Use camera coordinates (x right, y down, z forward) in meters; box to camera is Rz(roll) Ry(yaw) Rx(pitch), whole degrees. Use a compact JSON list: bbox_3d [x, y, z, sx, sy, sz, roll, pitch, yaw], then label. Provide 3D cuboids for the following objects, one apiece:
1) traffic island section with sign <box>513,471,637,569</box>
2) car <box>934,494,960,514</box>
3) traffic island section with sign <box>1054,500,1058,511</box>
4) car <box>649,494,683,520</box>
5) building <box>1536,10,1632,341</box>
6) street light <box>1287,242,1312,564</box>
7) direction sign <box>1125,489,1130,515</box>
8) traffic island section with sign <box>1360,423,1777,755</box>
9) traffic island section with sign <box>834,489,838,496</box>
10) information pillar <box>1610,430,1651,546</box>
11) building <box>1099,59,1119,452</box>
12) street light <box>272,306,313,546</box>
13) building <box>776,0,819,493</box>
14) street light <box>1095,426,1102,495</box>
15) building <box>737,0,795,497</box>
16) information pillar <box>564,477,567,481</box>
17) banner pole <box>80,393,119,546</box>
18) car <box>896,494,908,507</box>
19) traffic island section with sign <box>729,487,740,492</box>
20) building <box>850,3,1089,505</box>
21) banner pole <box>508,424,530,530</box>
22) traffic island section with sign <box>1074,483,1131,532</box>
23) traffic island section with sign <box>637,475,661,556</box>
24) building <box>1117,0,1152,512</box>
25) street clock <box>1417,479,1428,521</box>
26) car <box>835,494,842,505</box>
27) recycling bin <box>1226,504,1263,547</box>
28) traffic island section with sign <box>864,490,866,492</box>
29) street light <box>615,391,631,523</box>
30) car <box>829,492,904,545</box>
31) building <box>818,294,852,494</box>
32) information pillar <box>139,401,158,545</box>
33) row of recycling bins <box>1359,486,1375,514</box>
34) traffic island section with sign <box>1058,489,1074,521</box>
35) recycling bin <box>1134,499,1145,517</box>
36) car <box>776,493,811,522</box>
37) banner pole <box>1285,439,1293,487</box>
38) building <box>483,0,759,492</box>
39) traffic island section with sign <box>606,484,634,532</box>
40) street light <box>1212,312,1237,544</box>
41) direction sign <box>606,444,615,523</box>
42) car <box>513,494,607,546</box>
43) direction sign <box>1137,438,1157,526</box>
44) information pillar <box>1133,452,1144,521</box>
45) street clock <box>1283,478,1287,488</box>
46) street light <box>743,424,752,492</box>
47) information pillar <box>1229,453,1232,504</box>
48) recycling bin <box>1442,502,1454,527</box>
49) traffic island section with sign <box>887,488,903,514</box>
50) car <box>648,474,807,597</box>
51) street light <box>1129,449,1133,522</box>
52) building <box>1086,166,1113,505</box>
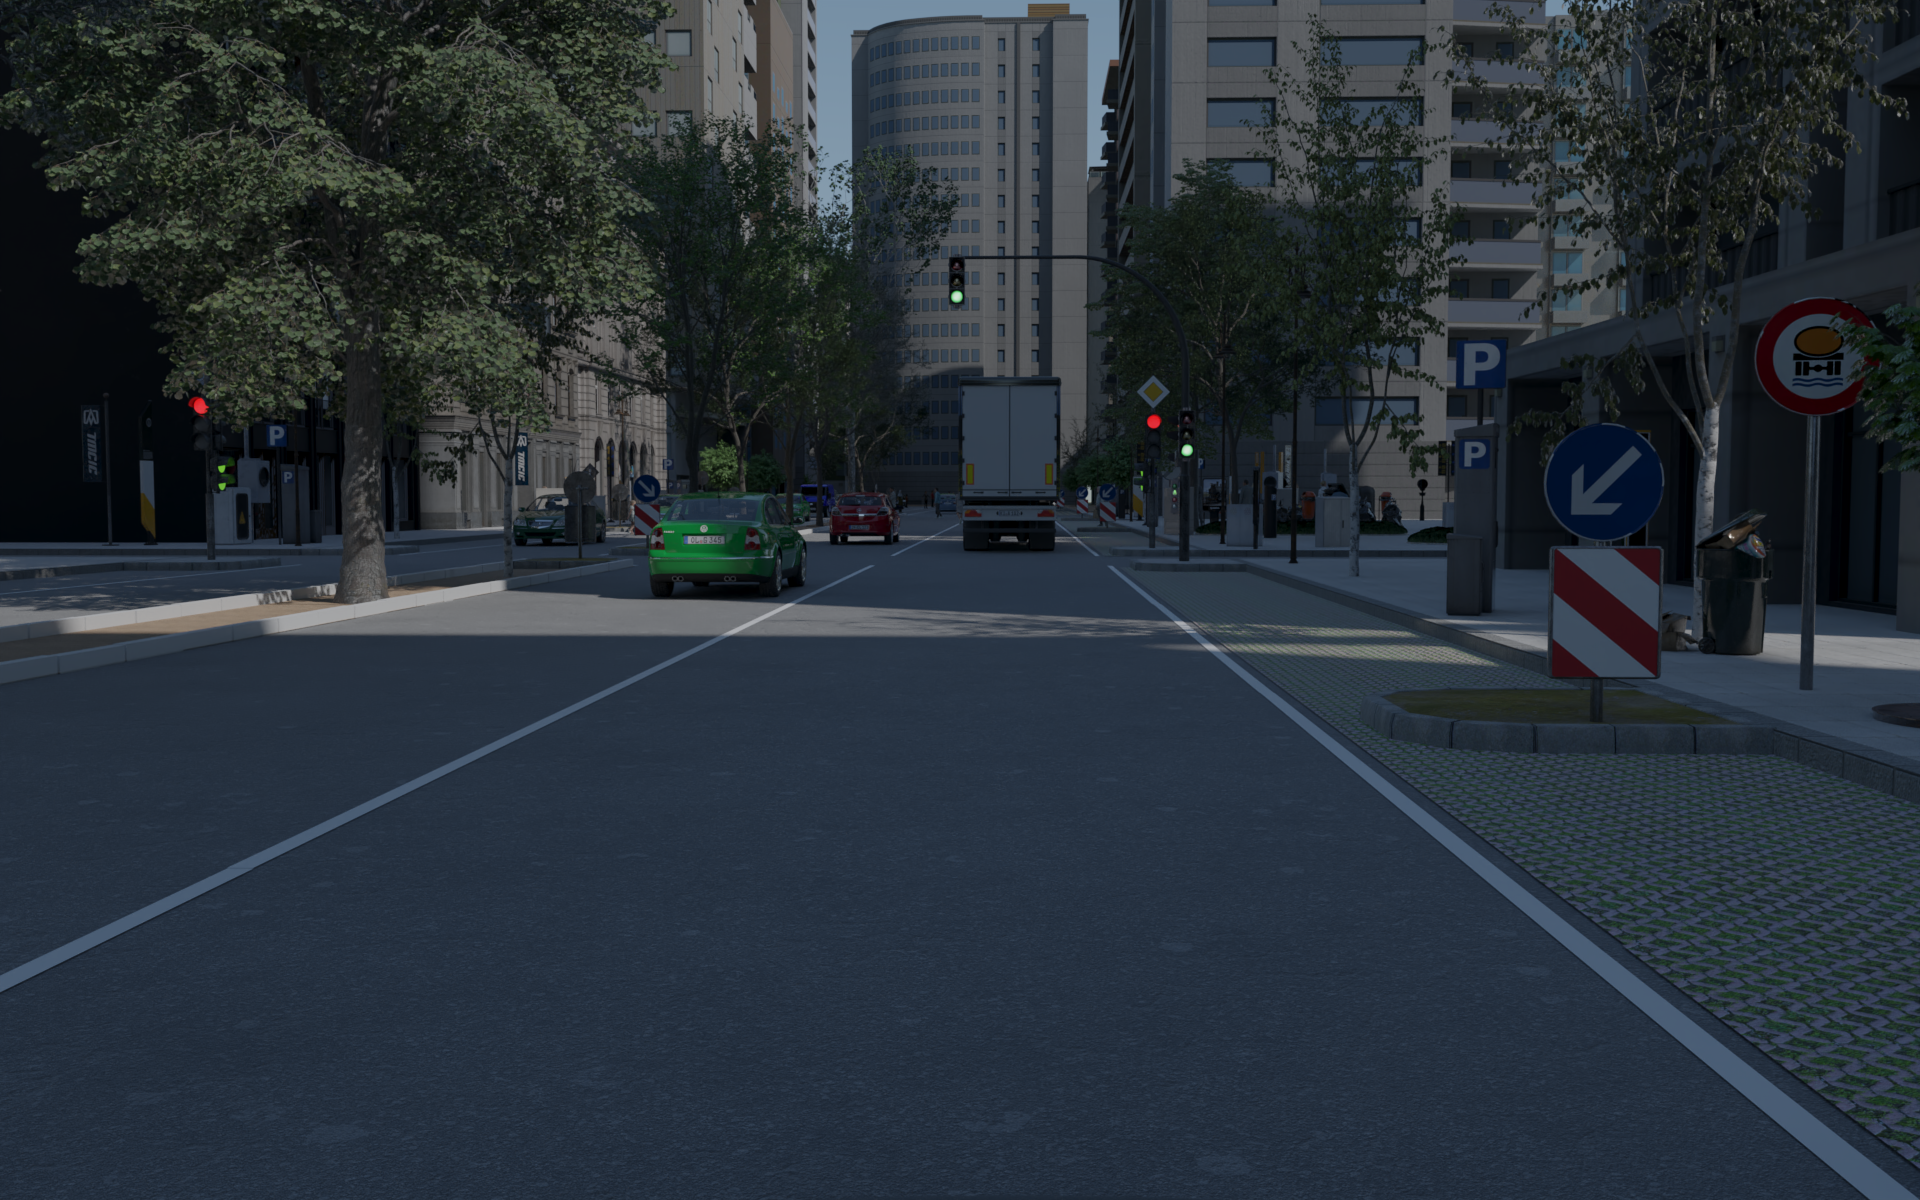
[{"bbox_3d":[-7.573,-1.569,33.796,2.006,1.907,1.989,0,4,2],"label":"traffic island section with sign"},{"bbox_3d":[-0.865,-6.887,124.607,2.014,1.417,4.499,0,4,1],"label":"car"},{"bbox_3d":[8.180,-8.207,142.811,1.989,1.847,2.006,0,4,2],"label":"traffic island section with sign"},{"bbox_3d":[-10.945,-3.295,65.668,2.131,1.459,4.920,0,4,0],"label":"car"},{"bbox_3d":[64.691,-33.954,174.754,30.456,49.044,23.786,0,4,2],"label":"building"},{"bbox_3d":[6.170,-3.614,31.873,0.468,5.910,1.993,0,4,2],"label":"street light"},{"bbox_3d":[10.413,-7.084,107.825,0.379,3.537,0.876,1,4,20],"label":"direction sign"},{"bbox_3d":[3.509,-0.110,10.433,1.989,1.847,2.006,0,4,2],"label":"traffic island section with sign"},{"bbox_3d":[-10.428,-8.248,143.475,1.989,1.847,2.006,0,4,2],"label":"traffic island section with sign"},{"bbox_3d":[7.753,-0.952,20.054,0.304,2.012,0.304,-1,4,-16],"label":"information pillar"},{"bbox_3d":[25.356,-31.749,173.719,22.147,44.769,28.867,0,4,2],"label":"building"},{"bbox_3d":[-16.323,-4.267,42.548,0.468,5.910,1.993,0,4,2],"label":"street light"},{"bbox_3d":[-29.167,-38.954,178.899,28.212,58.520,21.231,0,4,2],"label":"building"},{"bbox_3d":[9.161,-8.707,115.154,0.468,5.910,1.993,0,4,2],"label":"street light"},{"bbox_3d":[-22.435,-30.740,152.709,14.600,45.320,14.200,0,4,2],"label":"building"},{"bbox_3d":[-16.963,-4.311,74.984,0.304,2.012,0.304,-2,4,-23],"label":"information pillar"},{"bbox_3d":[-21.334,-3.236,42.919,0.863,3.779,0.401,0,4,1],"label":"banner pole"},{"bbox_3d":[-6.563,-10.846,187.116,2.009,1.686,4.222,0,4,0],"label":"car"},{"bbox_3d":[-12.197,-5.194,93.545,1.989,1.847,2.006,0,4,2],"label":"traffic island section with sign"},{"bbox_3d":[1.165,-41.021,212.687,28.212,58.520,21.231,0,4,2],"label":"building"},{"bbox_3d":[-15.785,-4.385,61.719,0.863,3.779,0.401,-1,4,-14],"label":"banner pole"},{"bbox_3d":[5.455,-3.491,65.703,1.989,1.847,2.006,0,4,2],"label":"traffic island section with sign"},{"bbox_3d":[-7.302,-2.022,41.198,2.006,1.907,1.989,0,4,2],"label":"traffic island section with sign"},{"bbox_3d":[23.422,-31.168,133.306,21.300,48.544,21.600,0,4,2],"label":"building"},{"bbox_3d":[22.212,-4.810,83.208,0.471,2.002,0.358,0,4,-2],"label":"street clock"},{"bbox_3d":[-8.275,-6.880,124.284,2.131,1.459,4.920,0,4,1],"label":"car"},{"bbox_3d":[6.992,-1.833,42.521,0.722,1.027,0.722,2,4,27],"label":"recycling bin"},{"bbox_3d":[-9.474,-9.895,170.413,1.989,1.847,2.006,0,4,2],"label":"traffic island section with sign"},{"bbox_3d":[-15.080,-6.405,77.506,0.468,5.910,1.993,0,4,2],"label":"street light"},{"bbox_3d":[-2.742,-2.531,50.429,2.155,1.783,4.494,0,4,2],"label":"car"},{"bbox_3d":[-20.118,-26.832,210.412,14.107,30.474,14.160,0,4,2],"label":"building"},{"bbox_3d":[-20.297,-3.174,43.247,0.183,3.616,0.504,0,4,4],"label":"information pillar"},{"bbox_3d":[20.073,-4.825,85.994,1.069,1.692,3.534,1,4,8],"label":"row of recycling bins"},{"bbox_3d":[6.408,-5.138,92.641,1.989,1.847,2.006,0,4,2],"label":"traffic island section with sign"},{"bbox_3d":[10.040,-5.072,95.479,0.722,1.027,0.722,2,4,33],"label":"recycling bin"},{"bbox_3d":[-8.460,-4.712,85.845,1.959,1.807,4.718,0,4,1],"label":"car"},{"bbox_3d":[14.783,-5.355,77.566,0.863,3.779,0.401,-3,5,-43],"label":"banner pole"},{"bbox_3d":[-30.320,-33.147,131.196,28.713,52.752,27.495,0,4,2],"label":"building"},{"bbox_3d":[-13.139,-3.545,66.589,1.989,1.847,2.006,0,4,2],"label":"traffic island section with sign"},{"bbox_3d":[6.736,-4.370,44.245,0.468,5.910,1.993,0,4,2],"label":"street light"},{"bbox_3d":[-15.745,-5.263,78.041,0.379,3.537,0.876,1,4,9],"label":"direction sign"},{"bbox_3d":[-11.397,-2.308,49.539,2.131,1.459,4.920,0,4,1],"label":"car"},{"bbox_3d":[7.607,-4.803,70.534,0.876,3.537,0.379,-1,4,-16],"label":"direction sign"},{"bbox_3d":[8.534,-5.595,82.836,0.504,3.616,0.183,0,4,-8],"label":"information pillar"},{"bbox_3d":[14.221,-4.406,76.611,0.471,2.002,0.358,0,4,7],"label":"street clock"},{"bbox_3d":[-13.821,-8.543,112.463,0.468,5.910,1.993,0,4,2],"label":"street light"},{"bbox_3d":[12.567,-5.452,80.496,0.183,3.616,0.504,0,4,7],"label":"information pillar"},{"bbox_3d":[15.423,-2.526,53.859,0.722,1.027,0.722,0,4,5],"label":"recycling bin"},{"bbox_3d":[-4.660,-6.615,116.290,2.006,1.907,1.989,0,4,2],"label":"traffic island section with sign"},{"bbox_3d":[-3.343,-1.021,25.483,1.959,1.807,4.718,0,4,2],"label":"car"},{"bbox_3d":[7.946,-6.568,80.179,0.468,5.910,1.993,0,4,2],"label":"street light"},{"bbox_3d":[22.178,-32.135,208.997,14.086,41.232,14.154,0,4,2],"label":"building"}]
